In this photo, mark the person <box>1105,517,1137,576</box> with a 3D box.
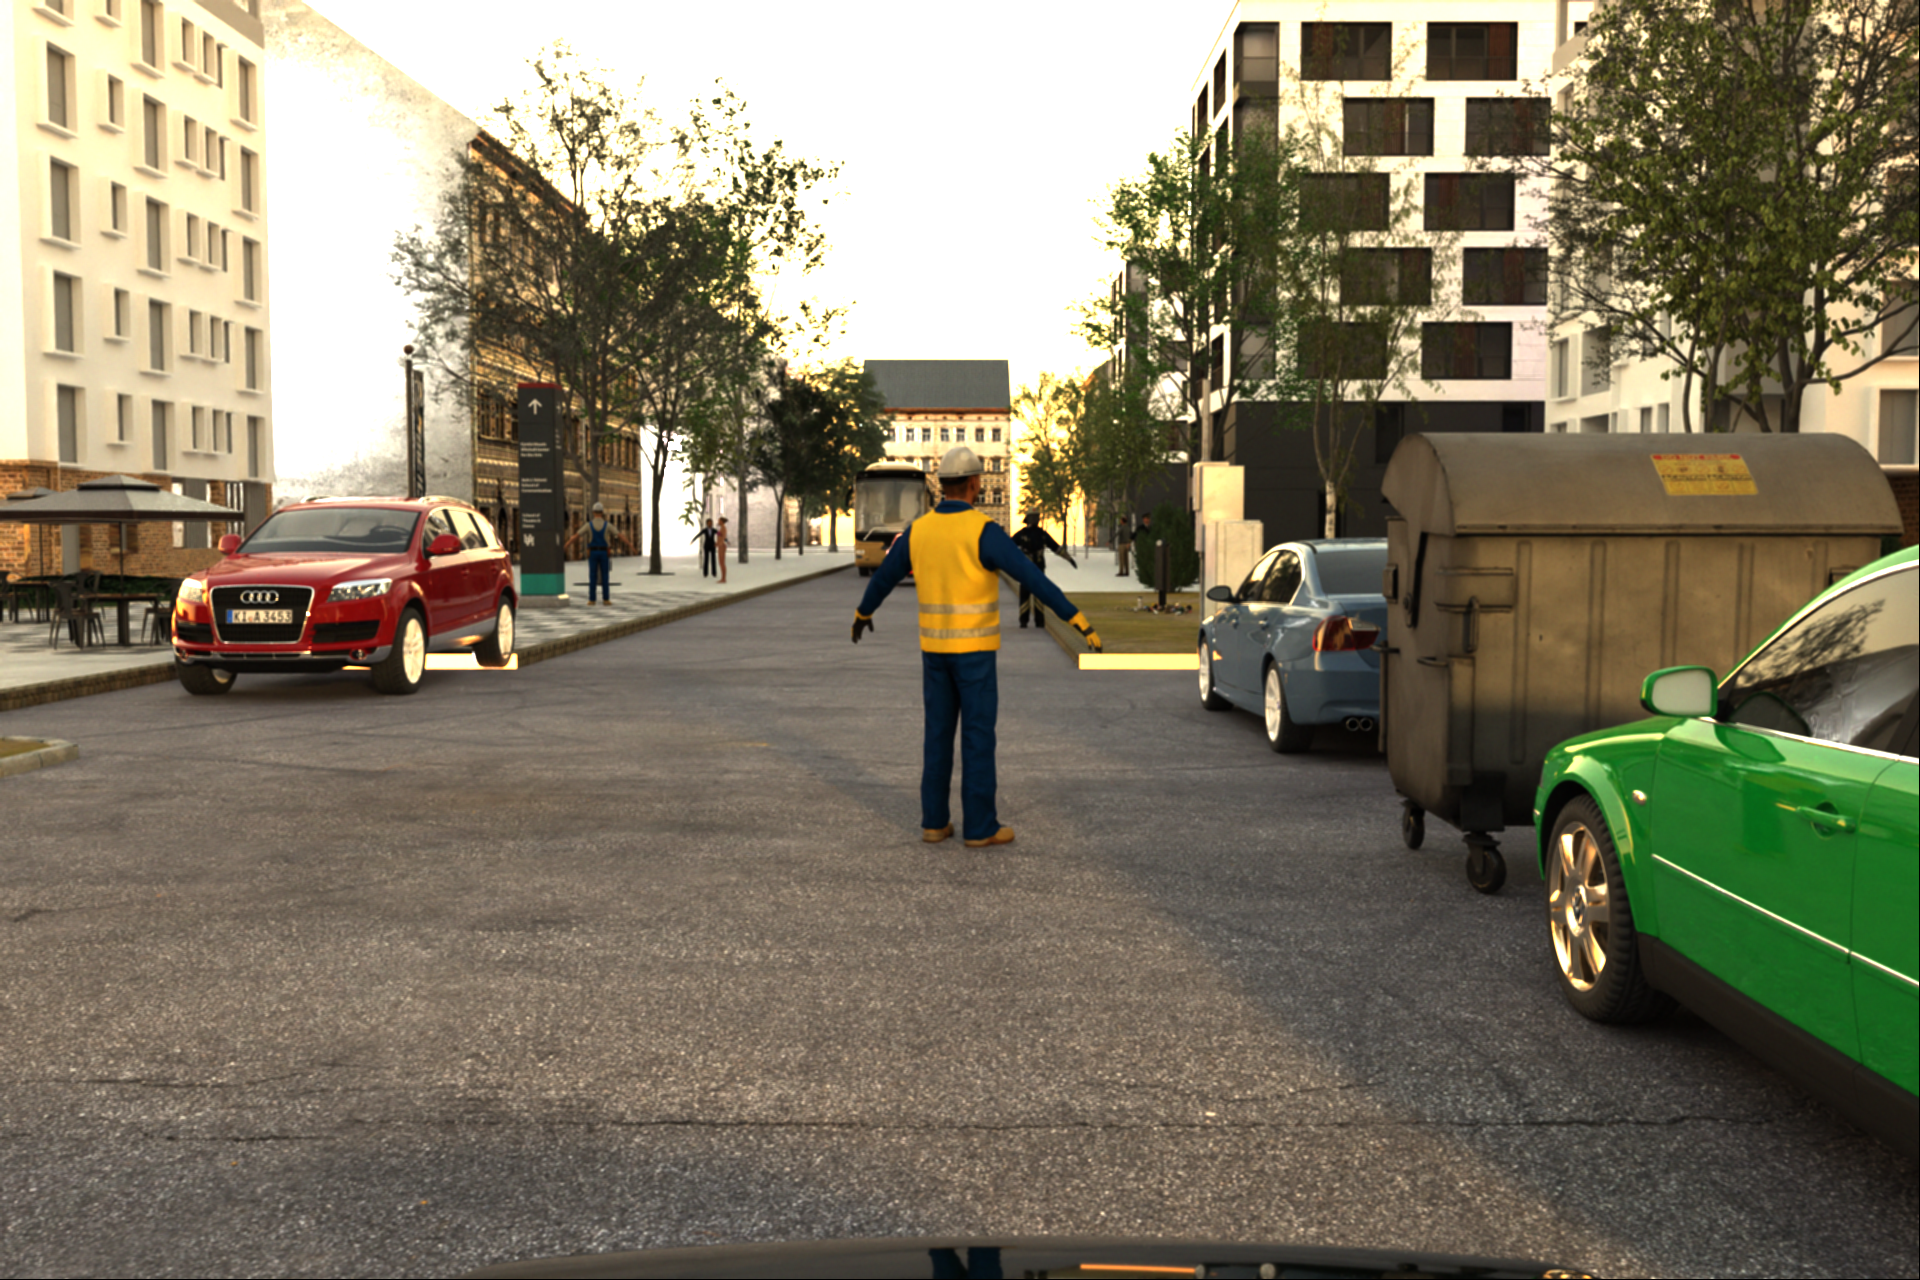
[{"bbox_3d":[4.968,-2.841,52.725,1.348,1.796,0.705,-3,5,-40],"label":"person"}]

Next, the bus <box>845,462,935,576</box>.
[{"bbox_3d":[-2.274,-4.361,62.850,2.896,3.916,12.252,0,4,0],"label":"bus"}]

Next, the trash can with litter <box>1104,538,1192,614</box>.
[{"bbox_3d":[3.288,-1.074,28.620,1.678,1.210,2.233,0,3,0],"label":"trash can with litter"}]

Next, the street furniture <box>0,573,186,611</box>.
[{"bbox_3d":[-16.108,-1.036,32.570,10.072,0.657,5.734,3,5,44],"label":"street furniture"}]

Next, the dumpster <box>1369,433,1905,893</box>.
[{"bbox_3d":[2.785,0.052,7.373,1.865,1.857,1.264,0,4,-1],"label":"dumpster"}]

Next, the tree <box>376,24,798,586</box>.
[{"bbox_3d":[-9.232,-8.108,42.940,12.009,13.543,11.850,0,3,0],"label":"tree"}]

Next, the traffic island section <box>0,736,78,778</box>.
[{"bbox_3d":[-6.626,0.751,10.582,1.991,0.108,1.994,0,3,0],"label":"traffic island section"}]

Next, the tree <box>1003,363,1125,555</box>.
[{"bbox_3d":[6.375,-11.049,106.406,9.928,11.665,9.643,0,3,0],"label":"tree"}]

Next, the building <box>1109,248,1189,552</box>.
[{"bbox_3d":[25.839,-18.129,140.389,27.936,21.610,32.646,0,3,0],"label":"building"}]

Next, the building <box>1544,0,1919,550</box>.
[{"bbox_3d":[25.387,-12.341,58.201,16.016,20.090,11.380,0,4,0],"label":"building"}]

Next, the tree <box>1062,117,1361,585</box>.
[{"bbox_3d":[6.322,-7.238,44.105,9.928,11.665,9.643,0,3,0],"label":"tree"}]

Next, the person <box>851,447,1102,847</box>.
[{"bbox_3d":[0.015,0.023,8.044,1.349,1.833,0.705,2,4,31],"label":"person"}]

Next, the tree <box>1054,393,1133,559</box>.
[{"bbox_3d":[6.651,-8.493,89.216,4.737,8.622,4.395,0,3,0],"label":"tree"}]

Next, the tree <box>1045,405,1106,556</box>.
[{"bbox_3d":[6.517,-9.108,99.281,4.360,8.622,3.978,0,3,0],"label":"tree"}]

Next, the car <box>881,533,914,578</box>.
[{"bbox_3d":[-1.174,-2.446,49.036,2.155,1.783,4.494,0,4,0],"label":"car"}]

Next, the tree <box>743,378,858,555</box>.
[{"bbox_3d":[-9.793,-10.398,104.415,8.767,10.594,7.601,1,4,20],"label":"tree"}]

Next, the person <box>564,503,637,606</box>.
[{"bbox_3d":[-6.498,-1.548,31.159,1.347,1.847,0.705,-1,4,-11],"label":"person"}]

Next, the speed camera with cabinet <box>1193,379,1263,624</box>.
[{"bbox_3d":[3.333,-1.665,21.553,0.660,3.252,2.038,0,4,0],"label":"speed camera with cabinet"}]

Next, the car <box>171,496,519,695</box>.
[{"bbox_3d":[-5.887,-0.518,17.139,2.281,1.827,5.304,0,3,0],"label":"car"}]

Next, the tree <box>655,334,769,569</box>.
[{"bbox_3d":[-9.358,-6.918,63.466,4.737,8.622,4.395,0,3,0],"label":"tree"}]

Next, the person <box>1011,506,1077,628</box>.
[{"bbox_3d":[1.114,-1.119,26.527,1.354,1.856,0.705,-1,4,-11],"label":"person"}]

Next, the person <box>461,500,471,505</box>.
[{"bbox_3d":[-8.409,-1.446,29.407,0.705,1.858,1.354,-1,4,-9],"label":"person"}]

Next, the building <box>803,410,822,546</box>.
[{"bbox_3d":[-25.195,-21.935,189.558,19.493,23.208,18.063,0,4,0],"label":"building"}]

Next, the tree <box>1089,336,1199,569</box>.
[{"bbox_3d":[6.551,-6.931,63.681,4.737,8.622,4.395,0,3,0],"label":"tree"}]

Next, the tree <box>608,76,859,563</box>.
[{"bbox_3d":[-10.477,-13.385,74.735,12.611,20.169,13.585,0,3,0],"label":"tree"}]

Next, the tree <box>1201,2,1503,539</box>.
[{"bbox_3d":[5.137,-4.565,24.999,4.360,8.622,3.978,0,3,0],"label":"tree"}]

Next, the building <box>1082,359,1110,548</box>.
[{"bbox_3d":[22.037,-20.697,169.316,19.493,23.208,18.063,0,4,0],"label":"building"}]

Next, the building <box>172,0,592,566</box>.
[{"bbox_3d":[-27.364,-14.849,73.709,19.493,23.208,18.063,0,4,1],"label":"building"}]

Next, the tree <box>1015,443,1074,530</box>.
[{"bbox_3d":[10.620,-18.098,214.024,7.486,12.596,7.792,0,3,0],"label":"tree"}]

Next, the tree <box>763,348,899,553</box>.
[{"bbox_3d":[-8.854,-13.080,120.515,9.857,13.997,8.962,0,3,0],"label":"tree"}]

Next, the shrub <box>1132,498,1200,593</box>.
[{"bbox_3d":[4.555,-2.071,37.896,1.661,2.075,1.752,0,3,0],"label":"shrub"}]

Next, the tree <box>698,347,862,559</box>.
[{"bbox_3d":[-9.201,-9.328,86.918,8.767,10.594,7.601,0,4,-4],"label":"tree"}]

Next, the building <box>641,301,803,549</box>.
[{"bbox_3d":[-24.760,-20.186,160.969,19.493,23.208,18.063,0,4,0],"label":"building"}]

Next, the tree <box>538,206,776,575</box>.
[{"bbox_3d":[-9.451,-7.867,54.374,9.928,11.665,9.643,0,3,0],"label":"tree"}]

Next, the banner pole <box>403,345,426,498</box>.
[{"bbox_3d":[-7.286,-2.031,23.220,0.401,3.779,0.863,0,4,0],"label":"banner pole"}]

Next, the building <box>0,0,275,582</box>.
[{"bbox_3d":[-27.728,-11.471,43.969,16.016,20.090,11.380,0,4,0],"label":"building"}]

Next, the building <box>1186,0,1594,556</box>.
[{"bbox_3d":[24.533,-14.605,82.764,27.936,21.610,32.646,0,3,0],"label":"building"}]

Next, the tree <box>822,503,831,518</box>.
[{"bbox_3d":[-18.195,-17.055,213.254,7.601,10.594,8.767,0,4,-6],"label":"tree"}]

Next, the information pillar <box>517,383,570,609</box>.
[{"bbox_3d":[-7.244,-2.484,29.990,0.750,3.857,0.750,0,4,0],"label":"information pillar"}]

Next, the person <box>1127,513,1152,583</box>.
[{"bbox_3d":[4.896,-2.413,45.382,1.347,1.837,0.705,-2,4,-29],"label":"person"}]

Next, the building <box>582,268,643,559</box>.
[{"bbox_3d":[-28.074,-15.994,92.430,19.493,23.208,18.063,0,4,0],"label":"building"}]

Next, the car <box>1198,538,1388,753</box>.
[{"bbox_3d":[2.881,-0.039,12.638,2.014,1.417,4.499,0,4,-1],"label":"car"}]

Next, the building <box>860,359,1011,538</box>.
[{"bbox_3d":[-2.945,-23.390,215.817,18.063,23.208,19.493,0,4,0],"label":"building"}]

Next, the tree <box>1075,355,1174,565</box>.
[{"bbox_3d":[6.576,-7.391,71.208,4.737,8.622,4.395,0,3,0],"label":"tree"}]

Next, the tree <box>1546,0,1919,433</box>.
[{"bbox_3d":[8.906,-4.258,19.989,4.737,8.622,4.395,0,3,0],"label":"tree"}]

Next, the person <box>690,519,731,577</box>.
[{"bbox_3d":[-7.441,-2.742,51.555,1.216,1.740,0.721,-1,4,-13],"label":"person"}]

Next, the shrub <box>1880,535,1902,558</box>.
[{"bbox_3d":[19.476,-2.020,37.442,1.690,2.028,1.600,0,3,0],"label":"shrub"}]

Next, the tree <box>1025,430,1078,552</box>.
[{"bbox_3d":[6.199,-10.477,121.667,4.737,8.622,4.395,0,3,0],"label":"tree"}]

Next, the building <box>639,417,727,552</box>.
[{"bbox_3d":[-23.171,-11.997,138.293,9.099,9.664,28.070,0,4,-1],"label":"building"}]

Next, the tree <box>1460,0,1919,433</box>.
[{"bbox_3d":[13.546,-7.207,28.203,12.009,13.543,11.850,0,3,0],"label":"tree"}]

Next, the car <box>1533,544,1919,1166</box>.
[{"bbox_3d":[2.685,0.311,3.713,1.959,1.807,4.718,0,4,0],"label":"car"}]

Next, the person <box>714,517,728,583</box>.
[{"bbox_3d":[-6.348,-2.377,45.666,0.721,1.733,1.217,-1,4,-14],"label":"person"}]
